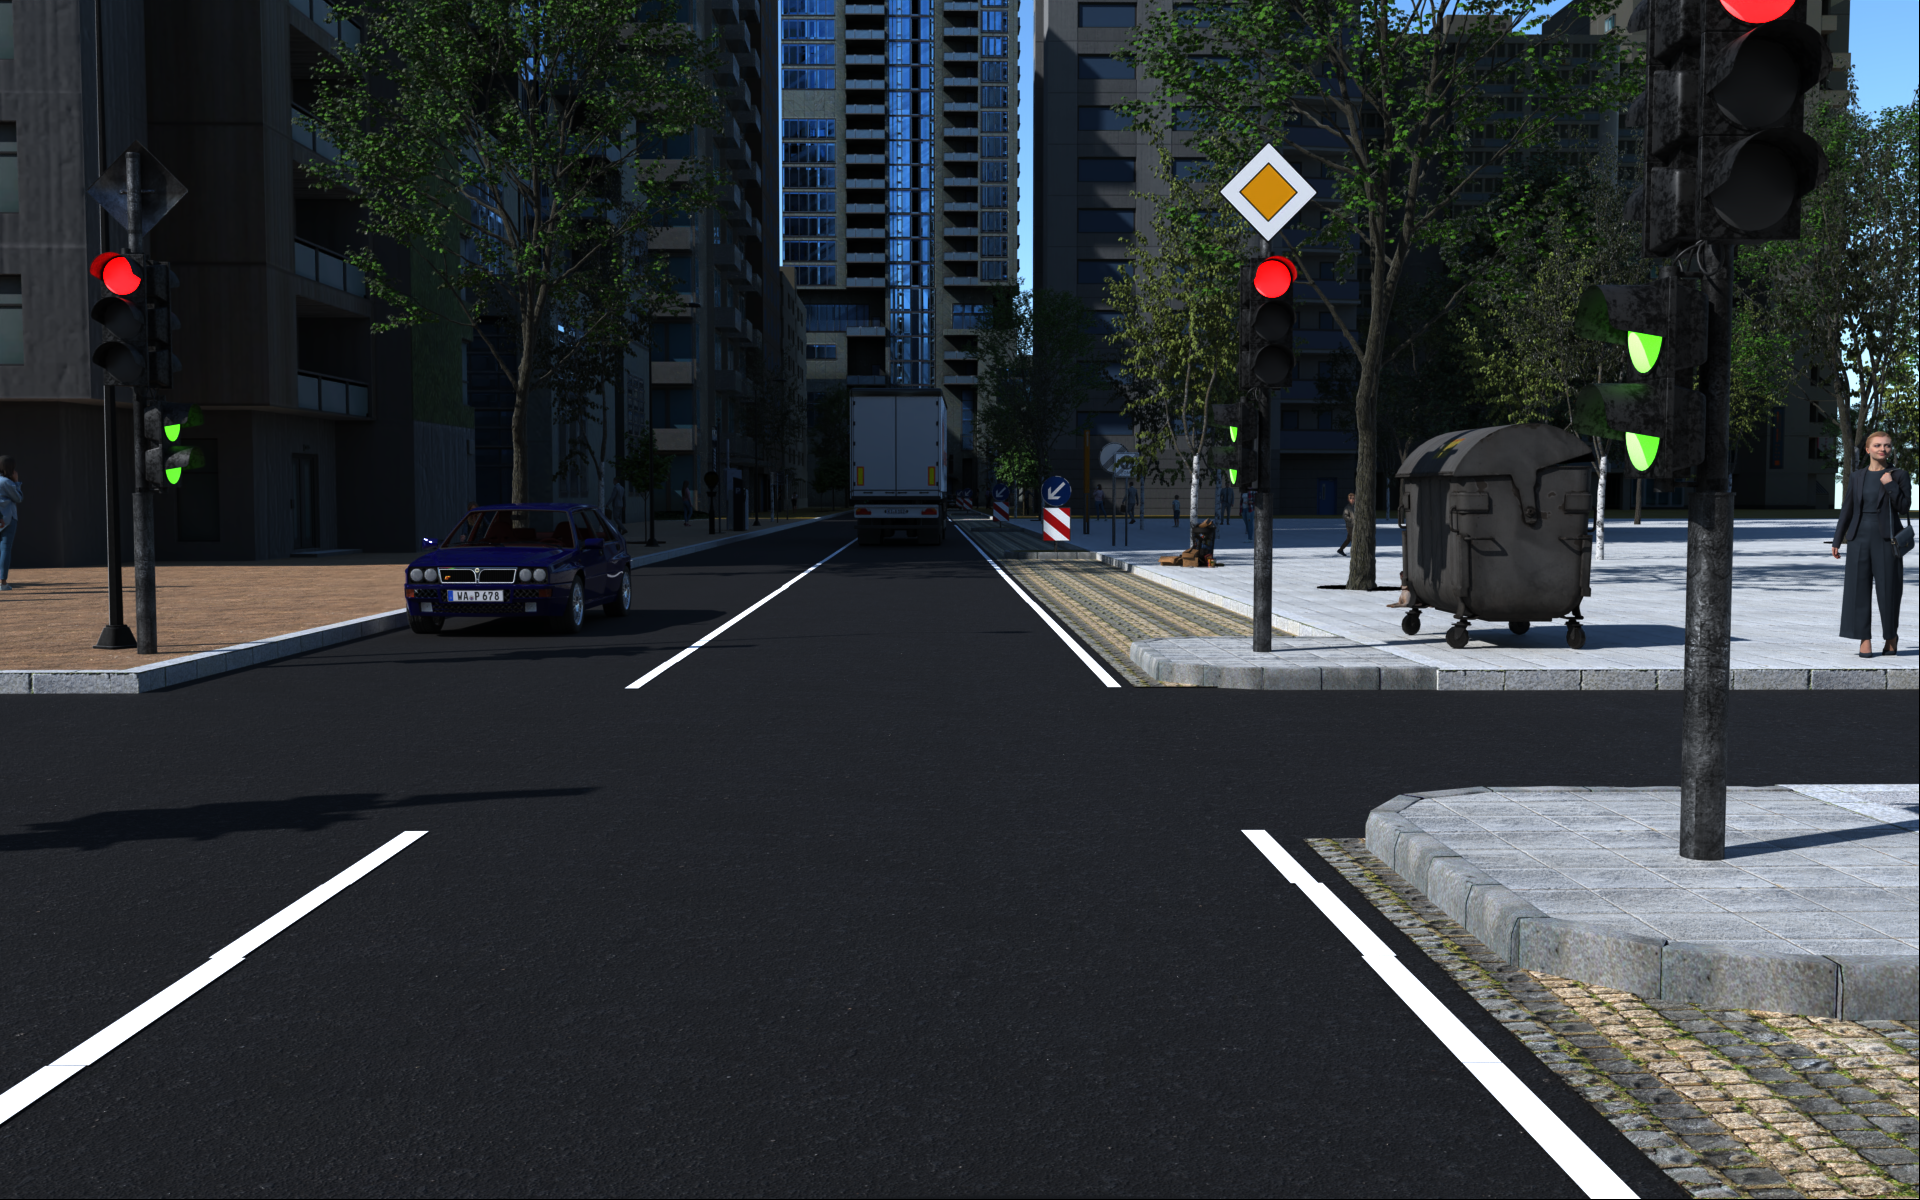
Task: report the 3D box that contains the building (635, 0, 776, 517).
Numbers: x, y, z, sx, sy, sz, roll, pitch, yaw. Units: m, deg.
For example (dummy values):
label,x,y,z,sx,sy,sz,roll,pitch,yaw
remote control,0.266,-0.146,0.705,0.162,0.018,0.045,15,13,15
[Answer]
label,x,y,z,sx,sy,sz,roll,pitch,yaw
building,-23.760,-29.575,103.157,23.786,49.044,30.456,0,4,-1

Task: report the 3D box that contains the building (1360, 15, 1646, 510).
label,x,y,z,sx,sy,sz,roll,pitch,yaw
building,42.240,-27.801,146.428,23.993,40.220,32.217,0,4,-1

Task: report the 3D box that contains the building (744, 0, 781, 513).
label,x,y,z,sx,sy,sz,roll,pitch,yaw
building,-20.610,-29.086,125.662,14.600,45.320,14.200,0,4,-1

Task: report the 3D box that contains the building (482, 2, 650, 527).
label,x,y,z,sx,sy,sz,roll,pitch,yaw
building,-23.485,-45.938,63.754,22.319,86.520,31.000,0,4,-1

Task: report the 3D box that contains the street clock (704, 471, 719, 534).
label,x,y,z,sx,sy,sz,roll,pitch,yaw
street clock,-7.902,-3.092,55.125,0.471,2.002,0.358,0,4,-6

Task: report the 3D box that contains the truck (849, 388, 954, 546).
label,x,y,z,sx,sy,sz,roll,pitch,yaw
truck,-1.649,-3.824,51.434,2.839,4.237,11.283,0,4,0

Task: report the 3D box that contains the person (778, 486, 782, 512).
label,x,y,z,sx,sy,sz,roll,pitch,yaw
person,-12.746,-7.094,122.045,0.705,1.822,1.348,0,4,-4

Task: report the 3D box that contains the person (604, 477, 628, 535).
label,x,y,z,sx,sy,sz,roll,pitch,yaw
person,-10.722,-2.933,54.113,0.853,1.813,0.709,1,4,16

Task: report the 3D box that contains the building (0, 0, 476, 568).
label,x,y,z,sx,sy,sz,roll,pitch,yaw
building,-18.866,-21.477,34.739,14.154,41.232,14.086,0,4,-1

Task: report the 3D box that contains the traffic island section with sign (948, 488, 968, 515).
label,x,y,z,sx,sy,sz,roll,pitch,yaw
traffic island section with sign,0.391,-6.577,116.159,1.989,1.847,2.006,0,4,-1

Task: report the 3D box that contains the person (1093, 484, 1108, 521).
label,x,y,z,sx,sy,sz,roll,pitch,yaw
person,6.649,-4.591,81.695,0.593,1.750,0.643,-3,4,-36

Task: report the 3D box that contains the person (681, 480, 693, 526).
label,x,y,z,sx,sy,sz,roll,pitch,yaw
person,-10.787,-3.824,68.569,0.555,1.821,0.388,3,4,36

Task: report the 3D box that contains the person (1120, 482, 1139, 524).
label,x,y,z,sx,sy,sz,roll,pitch,yaw
person,7.372,-4.198,74.795,0.709,1.813,0.853,-3,4,-38

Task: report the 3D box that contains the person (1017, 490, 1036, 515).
label,x,y,z,sx,sy,sz,roll,pitch,yaw
person,4.062,-6.165,106.928,1.350,1.814,0.705,1,4,22

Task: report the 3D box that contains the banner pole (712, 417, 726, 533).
label,x,y,z,sx,sy,sz,roll,pitch,yaw
banner pole,-7.900,-4.051,56.243,0.401,3.779,0.863,1,4,14

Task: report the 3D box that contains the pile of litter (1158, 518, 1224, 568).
label,x,y,z,sx,sy,sz,roll,pitch,yaw
pile of litter,4.125,-1.038,30.929,1.176,0.858,1.719,0,4,7

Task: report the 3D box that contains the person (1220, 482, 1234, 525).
label,x,y,z,sx,sy,sz,roll,pitch,yaw
person,11.163,-4.061,72.546,0.635,1.810,0.391,0,4,4

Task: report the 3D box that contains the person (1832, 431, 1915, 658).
label,x,y,z,sx,sy,sz,roll,pitch,yaw
person,7.223,-0.442,13.698,0.576,1.772,0.534,2,4,25

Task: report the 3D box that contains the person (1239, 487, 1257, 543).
label,x,y,z,sx,sy,sz,roll,pitch,yaw
person,7.663,-2.385,45.883,0.643,1.720,0.563,-3,4,-36

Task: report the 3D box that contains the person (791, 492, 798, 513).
label,x,y,z,sx,sy,sz,roll,pitch,yaw
person,-10.945,-6.435,114.447,0.628,1.438,0.799,-3,5,-39

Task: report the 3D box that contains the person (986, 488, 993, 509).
label,x,y,z,sx,sy,sz,roll,pitch,yaw
person,2.524,-8.661,147.517,0.709,1.838,0.599,-3,4,-38

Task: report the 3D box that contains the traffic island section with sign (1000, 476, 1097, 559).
label,x,y,z,sx,sy,sz,roll,pitch,yaw
traffic island section with sign,1.989,-1.842,38.742,1.989,1.847,2.006,0,4,-1

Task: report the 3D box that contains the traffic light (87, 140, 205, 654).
label,x,y,z,sx,sy,sz,roll,pitch,yaw
traffic light,-6.515,-1.522,13.800,0.839,4.253,0.868,0,4,-1

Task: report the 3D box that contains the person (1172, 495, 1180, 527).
label,x,y,z,sx,sy,sz,roll,pitch,yaw
person,8.370,-3.450,67.134,0.332,1.250,0.352,1,4,14

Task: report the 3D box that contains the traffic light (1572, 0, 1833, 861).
label,x,y,z,sx,sy,sz,roll,pitch,yaw
traffic light,2.608,-1.046,6.016,0.839,4.253,0.868,0,4,-1

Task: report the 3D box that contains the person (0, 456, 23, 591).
label,x,y,z,sx,sy,sz,roll,pitch,yaw
person,-12.806,-1.023,23.026,0.793,1.790,0.793,-1,4,-16

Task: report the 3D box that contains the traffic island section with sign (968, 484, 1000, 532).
label,x,y,z,sx,sy,sz,roll,pitch,yaw
traffic island section with sign,1.419,-3.515,66.093,1.989,1.847,2.006,0,4,-1

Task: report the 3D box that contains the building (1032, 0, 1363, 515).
label,x,y,z,sx,sy,sz,roll,pitch,yaw
building,15.410,-35.125,116.297,21.231,58.520,28.212,0,4,-1

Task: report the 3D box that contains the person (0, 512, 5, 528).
label,x,y,z,sx,sy,sz,roll,pitch,yaw
person,-12.525,-0.949,21.907,0.721,1.781,0.623,2,4,32

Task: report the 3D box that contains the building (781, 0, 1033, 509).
label,x,y,z,sx,sy,sz,roll,pitch,yaw
building,-6.844,-53.311,184.308,31.000,86.520,22.319,0,4,-1

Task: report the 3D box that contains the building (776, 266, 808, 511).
label,x,y,z,sx,sy,sz,roll,pitch,yaw
building,-28.473,-18.528,147.975,28.899,21.520,27.650,0,4,-1

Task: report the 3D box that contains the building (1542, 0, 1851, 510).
label,x,y,z,sx,sy,sz,roll,pitch,yaw
building,64.919,-32.323,152.175,21.600,48.544,21.300,0,4,-1

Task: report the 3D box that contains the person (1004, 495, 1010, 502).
label,x,y,z,sx,sy,sz,roll,pitch,yaw
person,3.898,-8.617,146.933,0.705,1.824,1.348,2,4,33

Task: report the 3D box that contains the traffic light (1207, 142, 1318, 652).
label,x,y,z,sx,sy,sz,roll,pitch,yaw
traffic light,2.444,-1.534,13.999,0.839,4.253,0.868,0,4,-1

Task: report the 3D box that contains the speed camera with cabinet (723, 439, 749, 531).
label,x,y,z,sx,sy,sz,roll,pitch,yaw
speed camera with cabinet,-7.959,-4.112,61.566,0.660,3.252,2.038,-1,4,-16

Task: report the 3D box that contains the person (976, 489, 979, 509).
label,x,y,z,sx,sy,sz,roll,pitch,yaw
person,1.419,-8.711,149.194,0.721,1.735,1.217,0,4,1

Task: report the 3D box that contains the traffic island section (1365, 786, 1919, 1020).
label,x,y,z,sx,sy,sz,roll,pitch,yaw
traffic island section,2.648,0.988,6.130,2.009,0.180,2.903,0,4,-1

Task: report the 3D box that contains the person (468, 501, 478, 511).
label,x,y,z,sx,sy,sz,roll,pitch,yaw
person,-9.053,-1.302,32.825,1.012,1.151,0.738,-2,4,-29

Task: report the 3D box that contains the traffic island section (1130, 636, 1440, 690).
label,x,y,z,sx,sy,sz,roll,pitch,yaw
traffic island section,2.484,0.500,14.114,2.009,0.180,2.903,0,4,-1

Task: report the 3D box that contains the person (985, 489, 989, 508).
label,x,y,z,sx,sy,sz,roll,pitch,yaw
person,2.531,-9.189,156.288,0.705,1.823,1.348,-1,4,-21

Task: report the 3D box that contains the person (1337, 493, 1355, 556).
label,x,y,z,sx,sy,sz,roll,pitch,yaw
person,8.045,-1.545,35.581,0.640,1.303,0.475,3,4,37
